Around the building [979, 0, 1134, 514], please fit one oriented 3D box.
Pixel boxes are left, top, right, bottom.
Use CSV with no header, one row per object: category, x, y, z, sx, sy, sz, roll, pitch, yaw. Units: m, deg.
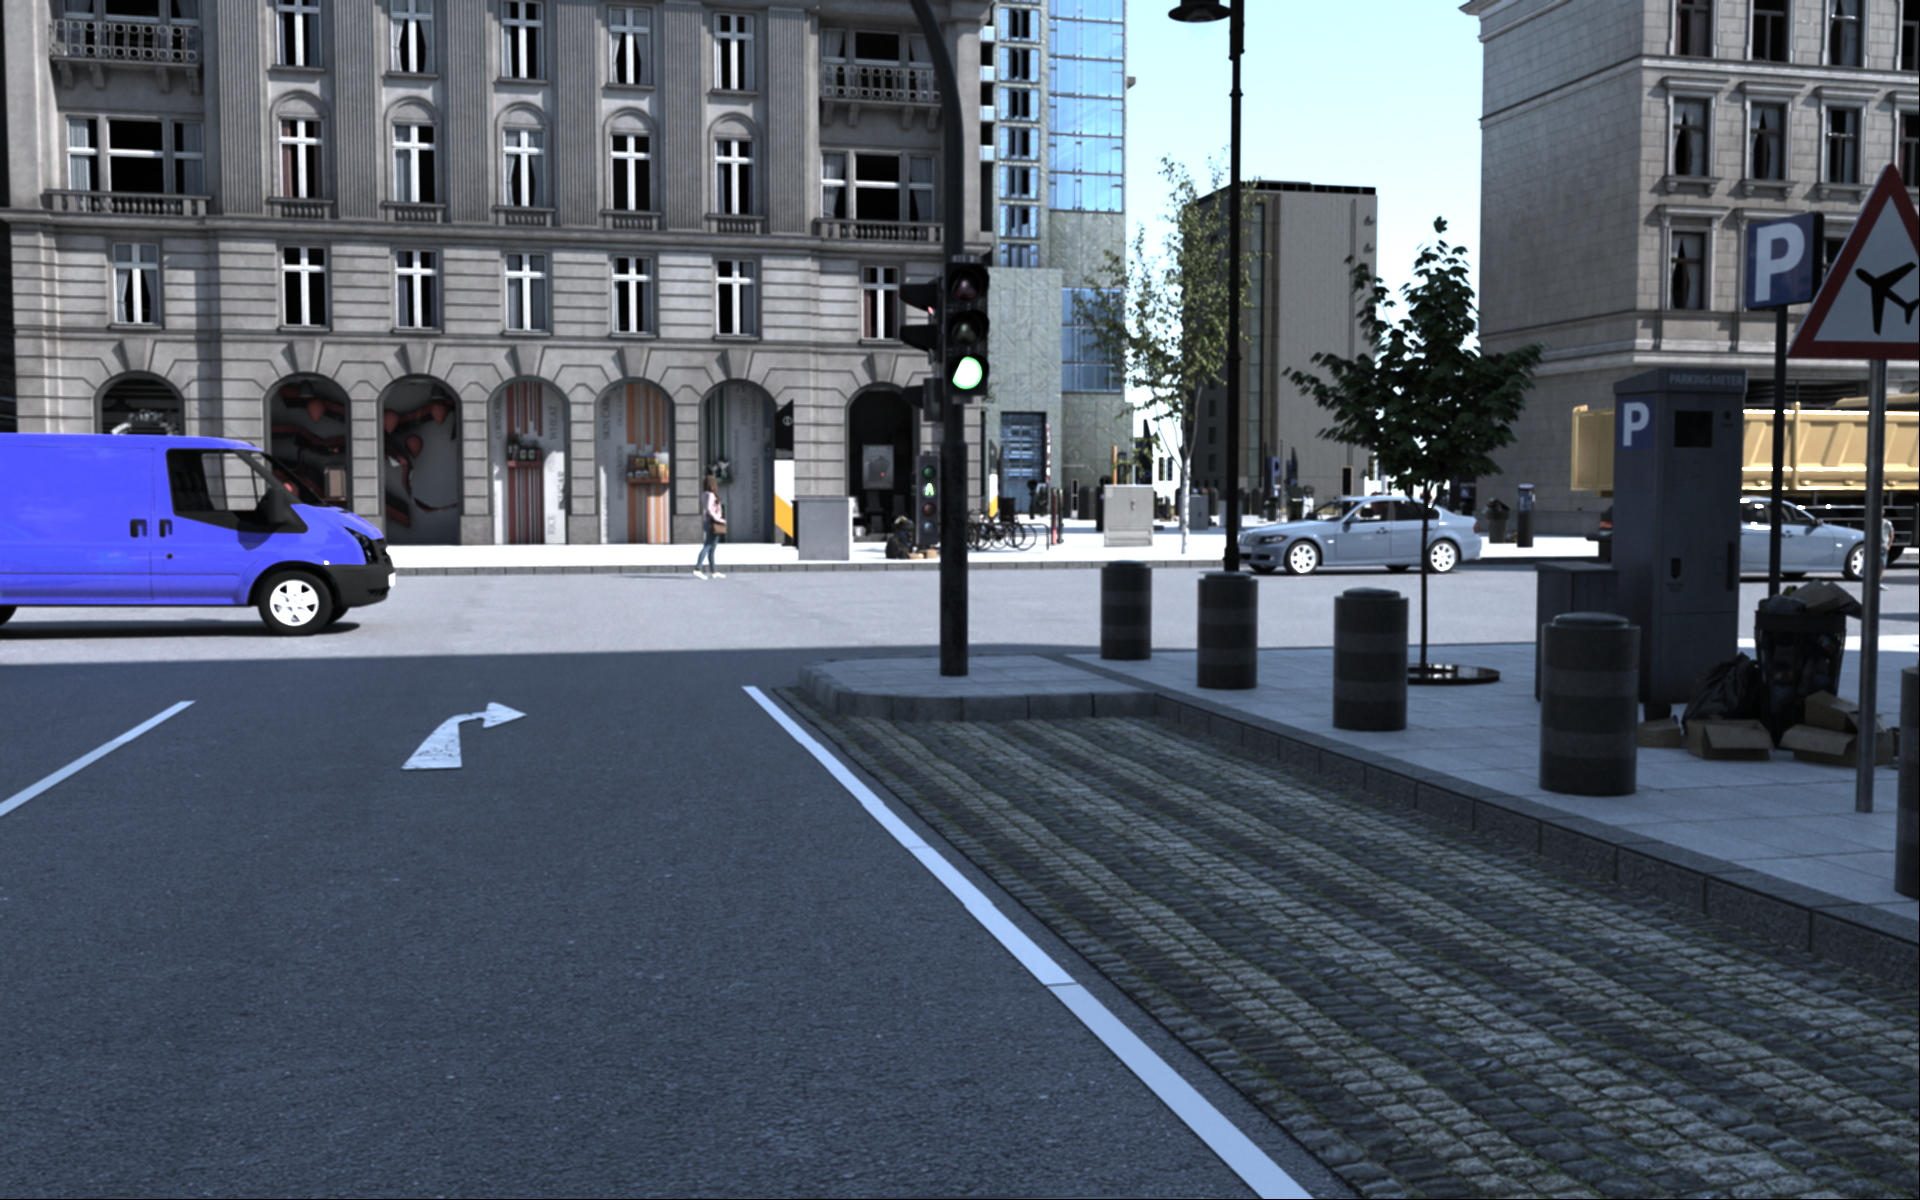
building,-0.871,-49.509,122.152,22.319,86.520,31.000,-1,4,-13

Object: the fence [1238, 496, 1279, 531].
fence,10.373,-2.993,60.140,0.480,1.192,2.264,-2,4,-30

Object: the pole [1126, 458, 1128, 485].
pole,9.414,-6.370,97.999,0.158,3.312,0.155,0,3,0

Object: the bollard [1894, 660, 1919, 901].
bollard,3.212,0.563,5.515,0.404,0.777,0.398,0,3,0

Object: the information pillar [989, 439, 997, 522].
information pillar,1.406,-5.056,74.023,0.183,3.616,0.504,3,4,38

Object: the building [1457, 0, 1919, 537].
building,19.697,-12.428,54.103,40.483,20.767,10.553,-1,4,-13

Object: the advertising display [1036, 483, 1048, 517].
advertising display,4.632,-5.659,97.743,0.123,1.923,0.974,-3,4,-36

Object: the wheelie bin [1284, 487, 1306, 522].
wheelie bin,14.898,-4.243,77.285,0.980,1.594,0.693,-1,4,-9

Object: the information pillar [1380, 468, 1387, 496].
information pillar,18.505,-5.154,75.614,0.183,3.616,0.504,-1,4,-13

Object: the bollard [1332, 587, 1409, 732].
bollard,2.256,0.318,9.517,0.404,0.777,0.398,0,3,0

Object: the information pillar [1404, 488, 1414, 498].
information pillar,19.775,-4.391,76.287,0.304,2.012,0.304,-1,4,-22

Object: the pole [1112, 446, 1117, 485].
pole,6.493,-4.842,73.007,0.158,3.312,0.155,0,3,0

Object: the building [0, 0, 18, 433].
building,-32.187,-11.756,41.356,18.267,20.994,9.793,-1,4,-13

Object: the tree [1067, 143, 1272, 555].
tree,4.674,-5.286,36.783,4.737,8.622,4.395,0,3,0

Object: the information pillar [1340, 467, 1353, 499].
information pillar,10.347,-2.563,46.398,0.304,2.012,0.304,1,4,11

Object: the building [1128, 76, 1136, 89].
building,-3.641,-28.088,151.122,32.217,40.220,23.993,-1,4,-13

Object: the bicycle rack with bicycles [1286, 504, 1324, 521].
bicycle rack with bicycles,12.786,-2.911,60.974,2.852,0.926,2.925,1,4,11

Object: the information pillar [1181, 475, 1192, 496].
information pillar,8.663,-3.786,66.389,0.304,2.012,0.304,3,4,36

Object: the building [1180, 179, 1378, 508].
building,29.790,-23.957,163.402,14.107,30.474,14.160,-1,4,-13

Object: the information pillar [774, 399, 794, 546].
information pillar,-4.288,-3.120,42.367,0.504,3.616,0.183,-1,4,-13

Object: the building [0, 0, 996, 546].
building,-12.054,-12.618,48.110,24.055,21.916,13.314,-1,4,-13

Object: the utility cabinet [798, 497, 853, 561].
utility cabinet,-2.588,-1.355,33.313,1.020,1.237,0.306,1,4,11

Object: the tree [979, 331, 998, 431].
tree,-0.800,-6.823,61.914,4.360,8.622,3.978,0,3,0

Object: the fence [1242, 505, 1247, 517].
fence,15.866,-5.041,97.788,0.278,0.683,2.069,1,4,20

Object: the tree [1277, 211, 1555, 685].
tree,3.306,-1.058,11.899,1.663,3.219,1.824,0,3,0

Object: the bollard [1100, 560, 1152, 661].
bollard,1.296,0.074,13.514,0.404,0.777,0.398,0,3,0

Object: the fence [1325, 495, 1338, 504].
fence,23.510,-5.970,108.819,0.480,1.192,2.264,3,5,43

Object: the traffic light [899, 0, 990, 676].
traffic light,-2.088,-2.256,11.557,4.771,5.953,1.251,-1,4,-13

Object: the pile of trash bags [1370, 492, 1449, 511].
pile of trash bags,17.743,-3.612,68.804,3.447,1.369,1.912,-1,4,-22

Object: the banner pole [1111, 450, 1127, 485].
banner pole,8.898,-6.574,97.506,0.863,3.779,0.401,1,4,14

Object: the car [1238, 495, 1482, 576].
car,7.221,-1.192,31.486,4.499,1.417,2.014,-1,4,-15

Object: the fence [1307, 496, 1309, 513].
fence,19.776,-5.444,100.204,0.480,1.192,2.264,-1,4,-10

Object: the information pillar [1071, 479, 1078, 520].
information pillar,5.723,-5.030,86.728,0.304,2.012,0.304,-1,4,-11

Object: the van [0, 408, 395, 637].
van,-8.593,-0.822,17.832,5.245,2.365,2.240,-1,4,-13

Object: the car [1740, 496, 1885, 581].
car,13.142,-1.026,28.770,4.499,1.417,2.014,-1,4,-15

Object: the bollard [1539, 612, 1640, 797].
bollard,2.729,0.441,7.513,0.404,0.777,0.398,0,3,0

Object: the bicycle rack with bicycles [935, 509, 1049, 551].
bicycle rack with bicycles,0.637,-1.622,39.908,2.925,0.926,2.852,-1,4,-23

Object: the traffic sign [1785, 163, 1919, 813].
traffic sign,3.654,-0.423,6.925,0.884,2.594,0.081,-1,4,-13

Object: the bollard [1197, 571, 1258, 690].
bollard,1.777,0.196,11.516,0.404,0.777,0.398,0,3,0

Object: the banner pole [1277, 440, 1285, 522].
banner pole,14.791,-5.491,79.788,0.401,3.779,0.863,1,4,9

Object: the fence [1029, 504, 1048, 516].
fence,4.543,-5.285,101.787,0.278,0.683,2.069,2,4,31
